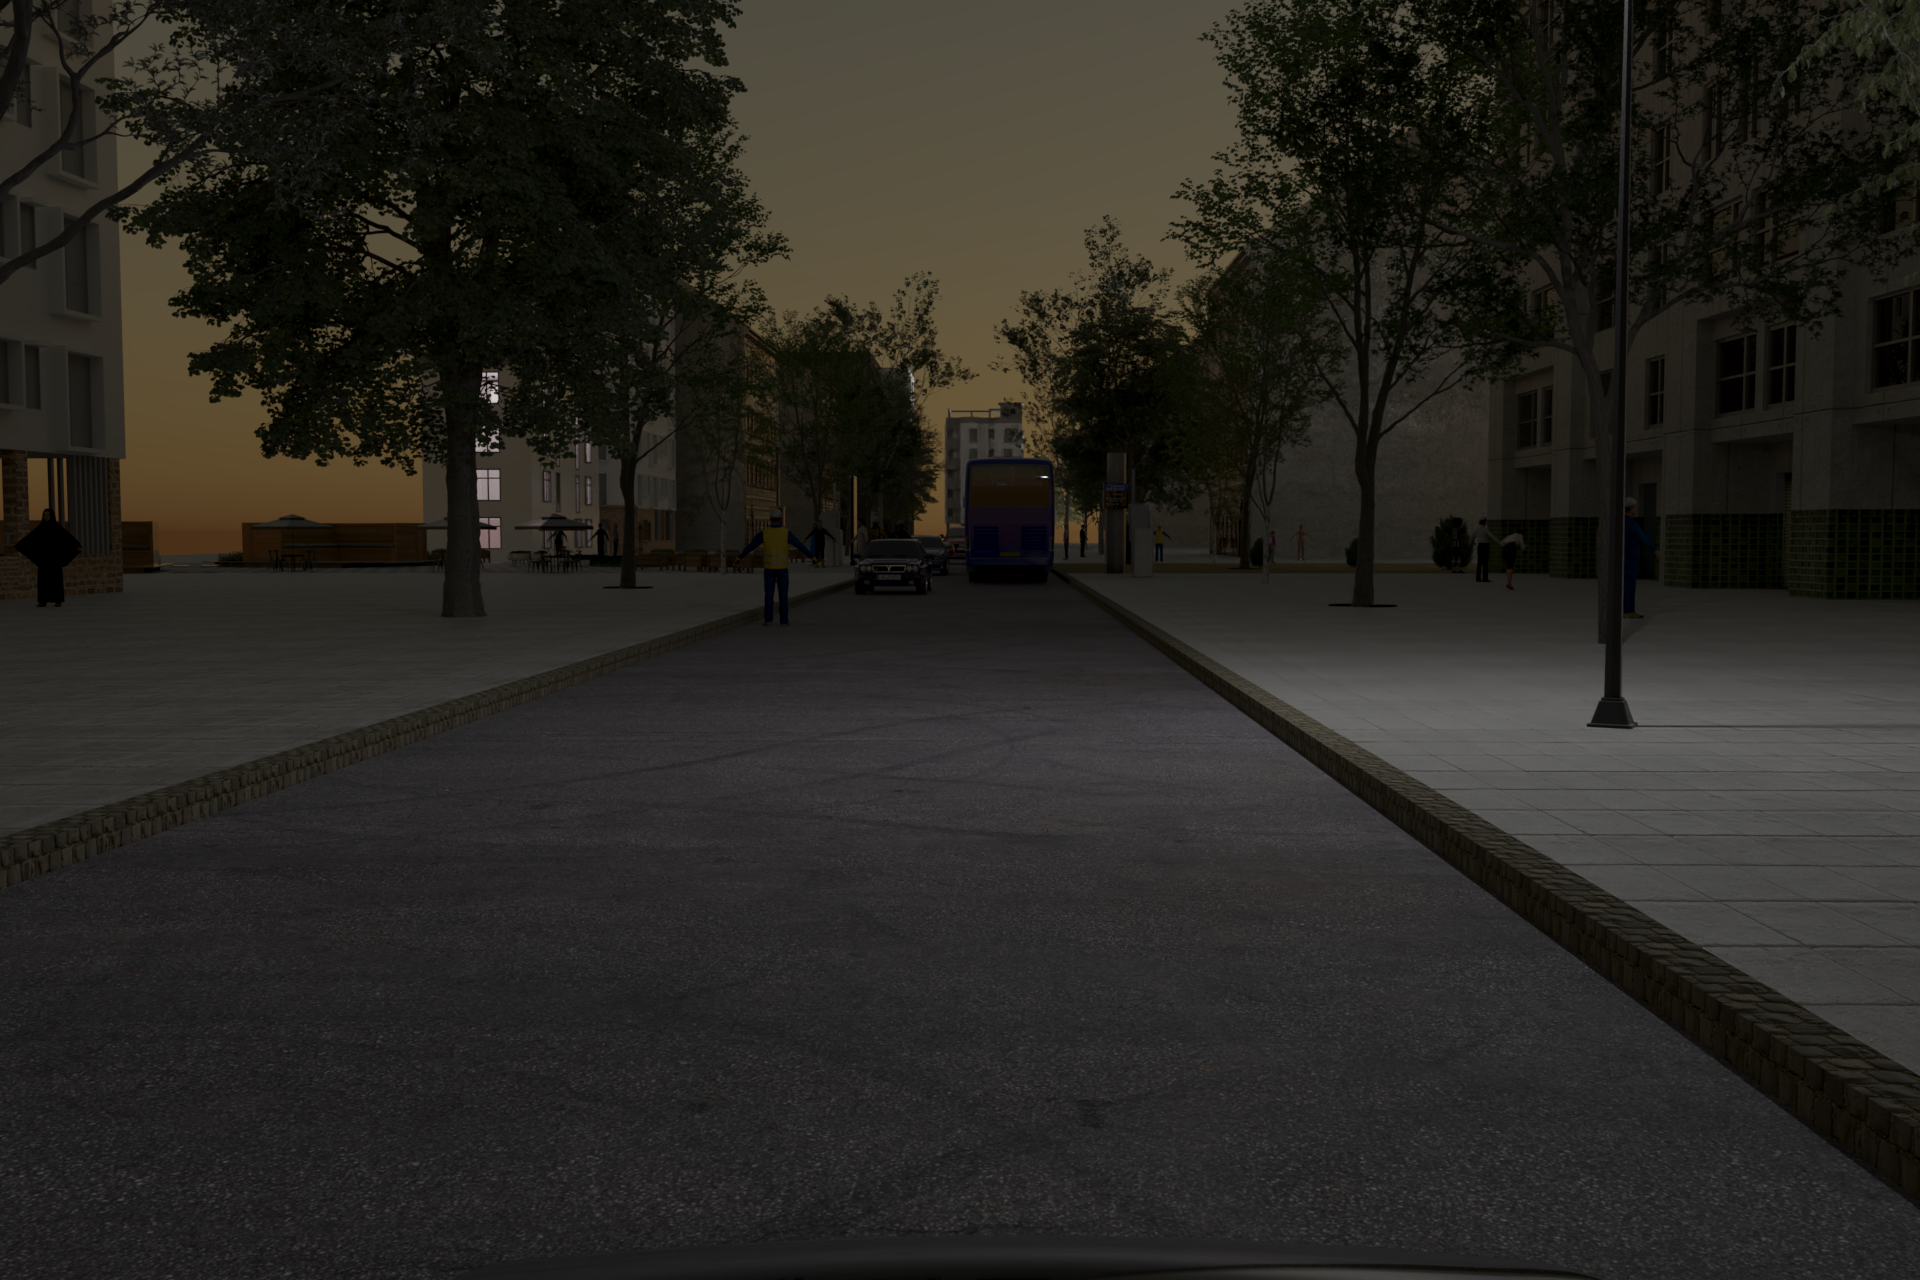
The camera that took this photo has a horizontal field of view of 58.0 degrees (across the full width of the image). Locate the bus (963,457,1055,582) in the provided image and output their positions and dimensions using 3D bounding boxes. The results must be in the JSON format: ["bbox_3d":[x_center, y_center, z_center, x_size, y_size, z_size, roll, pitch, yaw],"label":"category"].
[{"bbox_3d":[1.473,-3.841,54.355,2.896,3.916,12.251,0,4,1],"label":"bus"}]

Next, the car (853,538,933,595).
[{"bbox_3d":[-1.602,-1.816,42.278,1.945,1.354,3.894,0,4,2],"label":"car"}]

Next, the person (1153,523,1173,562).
[{"bbox_3d":[9.168,-4.478,79.681,1.216,1.772,0.721,0,4,6],"label":"person"}]

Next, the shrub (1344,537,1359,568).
[{"bbox_3d":[15.058,-3.333,65.618,1.383,1.207,1.383,0,3,0],"label":"shrub"}]

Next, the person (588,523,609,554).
[{"bbox_3d":[-17.076,-4.644,82.158,0.704,1.802,1.346,2,4,32],"label":"person"}]

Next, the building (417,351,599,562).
[{"bbox_3d":[-23.919,-9.267,93.666,9.099,9.664,28.070,0,4,1],"label":"building"}]

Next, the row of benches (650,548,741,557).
[{"bbox_3d":[-11.727,-3.722,76.321,4.104,0.672,1.422,0,4,-6],"label":"row of benches"}]

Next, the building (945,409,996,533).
[{"bbox_3d":[-1.776,-24.042,251.971,11.380,20.090,16.016,0,4,-6],"label":"building"}]

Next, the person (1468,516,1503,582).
[{"bbox_3d":[14.049,-2.440,46.351,0.721,1.778,1.216,-2,4,-30],"label":"person"}]

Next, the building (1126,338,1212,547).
[{"bbox_3d":[27.154,-21.515,182.691,19.493,23.208,18.063,0,4,1],"label":"building"}]

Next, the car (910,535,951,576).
[{"bbox_3d":[-1.296,-3.016,61.318,2.014,1.417,4.499,0,4,1],"label":"car"}]

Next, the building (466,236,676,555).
[{"bbox_3d":[-25.426,-15.512,110.046,16.016,20.090,11.380,0,4,1],"label":"building"}]

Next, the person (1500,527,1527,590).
[{"bbox_3d":[12.796,-1.880,39.977,0.628,1.438,0.799,1,4,11],"label":"person"}]

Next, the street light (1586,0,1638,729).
[{"bbox_3d":[4.895,-2.374,11.361,1.470,5.913,1.316,0,4,1],"label":"street light"}]

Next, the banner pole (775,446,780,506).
[{"bbox_3d":[-5.197,-3.644,49.604,0.401,3.779,0.863,0,4,1],"label":"banner pole"}]

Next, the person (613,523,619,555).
[{"bbox_3d":[-16.906,-4.837,85.212,0.705,1.813,1.348,-1,4,-9],"label":"person"}]

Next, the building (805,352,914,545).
[{"bbox_3d":[-20.229,-22.422,210.569,27.936,21.610,32.646,0,4,1],"label":"building"}]

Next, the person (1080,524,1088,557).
[{"bbox_3d":[6.821,-5.500,95.866,0.705,1.837,1.347,1,4,20],"label":"person"}]

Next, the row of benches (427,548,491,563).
[{"bbox_3d":[-22.652,-3.736,76.550,4.104,0.672,1.422,-3,5,-39],"label":"row of benches"}]

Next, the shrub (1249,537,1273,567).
[{"bbox_3d":[11.679,-3.437,67.308,1.383,1.207,1.383,0,3,0],"label":"shrub"}]

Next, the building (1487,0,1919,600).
[{"bbox_3d":[25.553,-10.705,41.484,16.747,18.905,31.486,0,4,2],"label":"building"}]

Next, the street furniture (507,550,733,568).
[{"bbox_3d":[-13.182,-3.226,68.368,10.072,0.657,5.734,2,4,35],"label":"street furniture"}]

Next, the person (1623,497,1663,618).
[{"bbox_3d":[10.226,-1.259,26.471,0.705,1.842,1.347,-1,4,-14],"label":"person"}]

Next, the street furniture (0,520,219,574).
[{"bbox_3d":[-31.140,-3.192,59.039,11.010,1.723,9.812,-1,4,-19],"label":"street furniture"}]

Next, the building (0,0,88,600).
[{"bbox_3d":[-23.789,-10.302,24.865,16.016,20.090,11.380,0,4,2],"label":"building"}]

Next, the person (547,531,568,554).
[{"bbox_3d":[-18.743,-4.523,80.670,1.216,1.740,0.721,2,4,28],"label":"person"}]

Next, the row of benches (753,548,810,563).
[{"bbox_3d":[-7.698,-3.740,76.604,1.422,0.672,4.104,2,4,29],"label":"row of benches"}]

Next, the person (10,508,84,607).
[{"bbox_3d":[-16.048,-1.449,30.473,1.214,1.737,0.721,0,4,-7],"label":"person"}]

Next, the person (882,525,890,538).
[{"bbox_3d":[-4.196,-5.504,96.183,0.705,1.806,1.347,3,4,38],"label":"person"}]

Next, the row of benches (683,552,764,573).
[{"bbox_3d":[-7.824,-2.595,57.883,1.422,0.672,4.104,-3,5,-43],"label":"row of benches"}]

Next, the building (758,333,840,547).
[{"bbox_3d":[-22.714,-21.415,181.064,19.493,23.208,18.063,0,4,1],"label":"building"}]

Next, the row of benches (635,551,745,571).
[{"bbox_3d":[-9.474,-2.793,61.134,4.104,0.672,1.422,1,4,14],"label":"row of benches"}]

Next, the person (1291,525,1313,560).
[{"bbox_3d":[16.703,-4.758,84.592,1.217,1.733,0.721,-1,4,-18],"label":"person"}]

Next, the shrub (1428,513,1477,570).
[{"bbox_3d":[17.497,-3.495,61.555,1.690,2.028,1.600,0,3,0],"label":"shrub"}]

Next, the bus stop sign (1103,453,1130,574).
[{"bbox_3d":[5.081,-4.113,56.263,0.837,3.901,0.837,0,4,1],"label":"bus stop sign"}]

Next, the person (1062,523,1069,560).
[{"bbox_3d":[5.225,-4.884,85.713,0.705,1.847,1.347,0,4,4],"label":"person"}]

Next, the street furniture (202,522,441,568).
[{"bbox_3d":[-25.057,-3.869,70.118,11.010,1.723,9.812,1,4,20],"label":"street furniture"}]

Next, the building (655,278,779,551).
[{"bbox_3d":[-24.775,-18.674,136.253,19.493,23.208,18.063,0,4,2],"label":"building"}]

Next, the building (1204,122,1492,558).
[{"bbox_3d":[24.894,-16.473,100.268,19.493,23.208,18.063,0,4,2],"label":"building"}]

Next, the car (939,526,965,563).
[{"bbox_3d":[0.165,-4.581,83.565,2.281,1.827,5.304,0,4,1],"label":"car"}]
